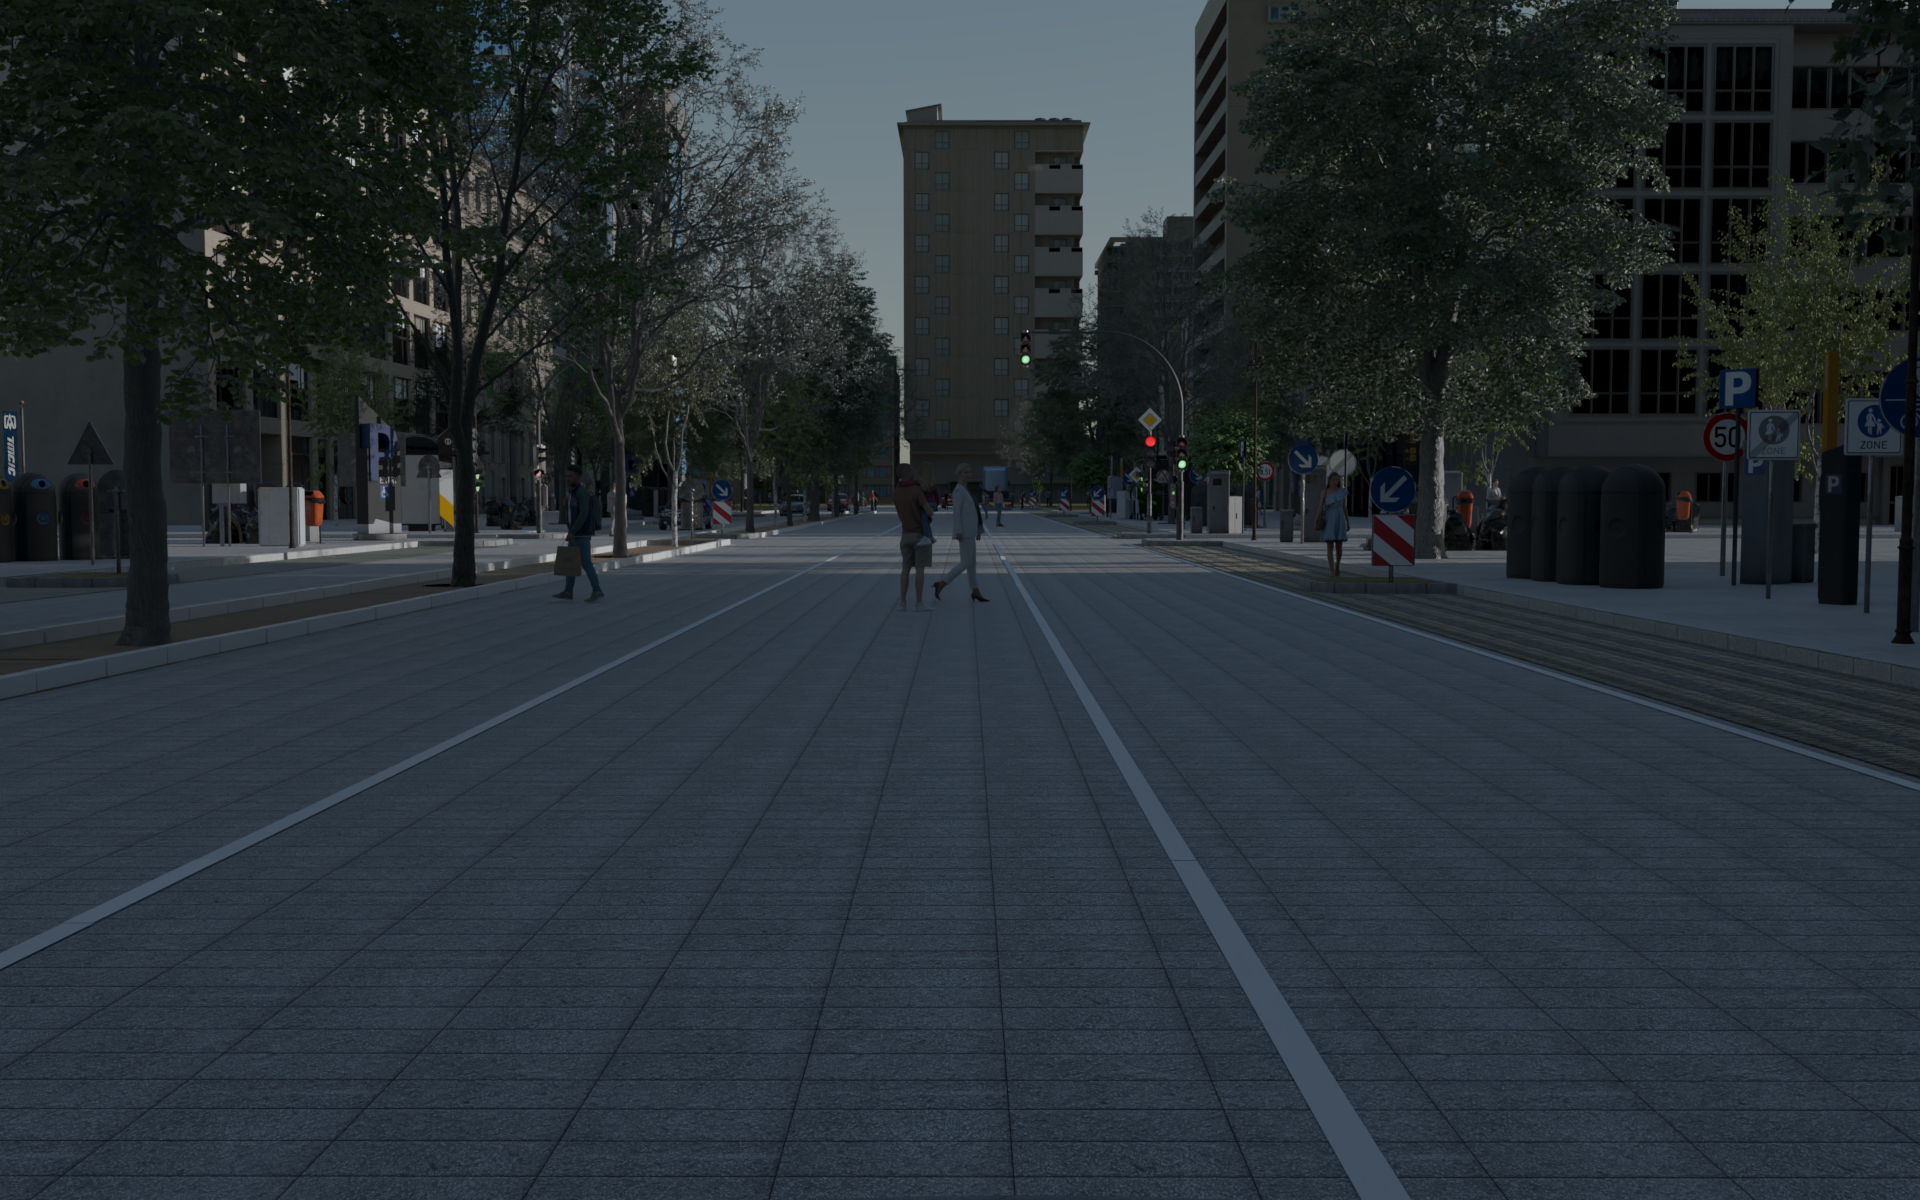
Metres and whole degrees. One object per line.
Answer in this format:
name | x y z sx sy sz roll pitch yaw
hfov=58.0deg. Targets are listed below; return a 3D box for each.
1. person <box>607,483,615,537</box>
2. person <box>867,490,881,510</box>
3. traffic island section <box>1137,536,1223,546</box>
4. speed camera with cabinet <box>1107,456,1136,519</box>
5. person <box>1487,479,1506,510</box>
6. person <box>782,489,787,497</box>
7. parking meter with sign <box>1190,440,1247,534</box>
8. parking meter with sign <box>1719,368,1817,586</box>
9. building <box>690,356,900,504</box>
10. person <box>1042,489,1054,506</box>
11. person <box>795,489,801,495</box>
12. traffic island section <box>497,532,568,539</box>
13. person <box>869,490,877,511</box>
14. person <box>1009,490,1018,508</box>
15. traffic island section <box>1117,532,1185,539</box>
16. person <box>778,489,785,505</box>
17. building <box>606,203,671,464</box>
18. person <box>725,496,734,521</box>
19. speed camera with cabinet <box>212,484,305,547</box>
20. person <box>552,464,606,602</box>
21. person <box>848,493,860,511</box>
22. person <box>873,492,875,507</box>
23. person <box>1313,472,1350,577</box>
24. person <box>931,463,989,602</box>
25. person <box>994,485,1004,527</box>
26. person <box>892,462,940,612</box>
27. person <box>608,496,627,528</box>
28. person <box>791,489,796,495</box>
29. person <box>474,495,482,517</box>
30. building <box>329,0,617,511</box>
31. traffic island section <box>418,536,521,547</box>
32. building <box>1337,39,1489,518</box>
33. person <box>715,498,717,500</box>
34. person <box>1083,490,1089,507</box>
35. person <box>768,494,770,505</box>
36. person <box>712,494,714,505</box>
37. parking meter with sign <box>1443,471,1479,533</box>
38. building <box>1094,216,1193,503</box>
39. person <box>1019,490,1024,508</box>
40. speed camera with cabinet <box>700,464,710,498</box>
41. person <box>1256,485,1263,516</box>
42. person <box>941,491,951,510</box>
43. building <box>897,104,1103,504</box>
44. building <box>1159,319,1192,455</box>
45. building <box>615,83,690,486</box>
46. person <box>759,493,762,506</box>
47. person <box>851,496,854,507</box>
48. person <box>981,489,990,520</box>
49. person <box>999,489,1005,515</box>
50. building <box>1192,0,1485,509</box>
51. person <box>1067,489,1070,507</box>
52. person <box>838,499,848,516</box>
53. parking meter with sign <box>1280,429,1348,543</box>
person | -11.614 -3.042 58.441 0.583 1.804 0.606 -3 5 -42
person | -7.535 -8.798 152.372 1.348 1.821 0.705 1 4 22
traffic island section | 6.168 -1.605 48.524 2.009 0.180 2.903 0 4 0
speed camera with cabinet | 8.299 -5.802 89.195 0.660 3.252 2.038 -1 4 -22
person | 18.387 -3.247 59.333 0.606 1.804 0.583 -2 4 -31
person | -16.224 -9.467 161.355 0.721 1.766 1.217 -3 5 -42
parking meter with sign | 8.397 -3.677 56.387 1.738 3.016 0.543 0 4 -1
parking meter with sign | 11.539 -1.737 24.656 1.738 3.016 0.543 -2 4 -34
building | -23.345 -24.326 242.764 28.899 21.520 27.650 0 4 0
person | 9.338 -10.808 182.746 1.348 1.826 0.705 1 4 11
person | -12.552 -7.642 133.467 1.348 1.821 0.705 2 4 30
traffic island section | -13.750 -2.097 56.574 2.009 0.180 2.903 0 4 0
person | -6.913 -7.874 137.962 0.721 1.743 1.217 -2 4 -31
person | 5.294 -10.239 175.991 1.350 1.814 0.705 2 4 33
traffic island section | 6.191 -2.094 56.509 2.009 0.180 2.903 0 4 0
person | -17.979 -10.326 175.425 0.990 1.755 0.434 1 4 22
building | -36.624 -24.381 170.333 14.160 30.474 14.107 0 4 0
person | -12.463 -5.179 93.366 0.526 1.800 0.537 -1 4 -17
speed camera with cabinet | -17.245 -2.950 42.576 2.038 3.252 0.660 -1 4 -8
person | -5.036 -0.875 22.790 0.713 1.824 0.794 0 4 -8
person | -8.090 -7.803 136.060 1.348 1.826 0.705 0 4 -6
person | -9.681 -11.326 193.809 0.705 1.807 1.348 1 4 10
person | 6.365 -1.287 29.643 0.616 1.811 0.778 1 4 14
person | 0.004 -0.888 22.904 0.818 1.842 0.514 -1 4 -11
person | 1.684 -4.152 76.389 0.388 1.821 0.555 2 4 35
person | -0.524 -0.779 21.215 0.580 1.828 0.573 -1 4 -11
person | -10.659 -2.752 54.069 0.480 1.755 0.524 3 5 41
person | -16.041 -9.712 165.277 0.683 1.767 0.568 -3 5 -41
person | -26.507 -5.285 95.045 0.503 1.515 0.523 3 4 37
building | -40.943 -50.975 146.114 22.319 86.520 31.000 0 4 0
traffic island section | -13.774 -1.609 48.589 2.009 0.180 2.903 0 4 0
building | 28.123 -16.091 92.771 12.332 23.373 15.834 0 4 0
person | -27.241 -11.499 194.067 1.348 1.822 0.705 2 4 24
person | 13.172 -10.437 177.416 1.217 1.736 0.721 2 4 25
person | -22.412 -12.021 203.299 0.721 1.736 1.217 -1 4 -13
person | -24.386 -9.994 169.970 0.750 1.759 0.617 3 5 45
parking meter with sign | 16.030 -3.688 56.552 1.738 3.016 0.543 0 4 -3
building | 31.693 -33.826 244.930 23.993 40.220 32.217 0 4 0
person | 6.383 -10.380 178.222 0.705 1.823 1.348 1 4 20
speed camera with cabinet | -17.246 -7.196 111.983 2.038 3.252 0.660 1 4 16
person | 17.335 -5.761 100.593 0.624 1.780 0.694 0 4 7
person | -1.321 -9.204 159.510 1.217 1.766 0.721 -3 4 -38
building | 5.531 -39.946 242.349 27.495 52.752 28.713 0 4 0
building | 36.005 -20.446 179.329 27.650 21.520 28.899 0 4 0
building | -37.372 -32.798 186.353 14.200 45.320 14.600 0 4 0
person | -21.790 -10.951 188.320 0.599 1.433 0.991 0 4 4
person | -11.550 -10.884 189.721 1.065 1.426 0.557 2 4 26
person | 1.442 -5.315 96.234 0.643 1.720 0.563 -3 4 -38
person | 2.686 -6.579 116.418 0.694 1.780 0.624 0 4 5
building | 32.664 -32.392 153.312 21.300 48.544 21.600 0 4 0
person | 10.405 -9.831 167.458 0.721 1.739 1.217 2 4 23
person | -7.711 -6.038 112.720 1.012 1.151 0.738 -2 4 -29
parking meter with sign | 9.385 -3.040 45.971 1.738 3.016 0.543 1 4 10
